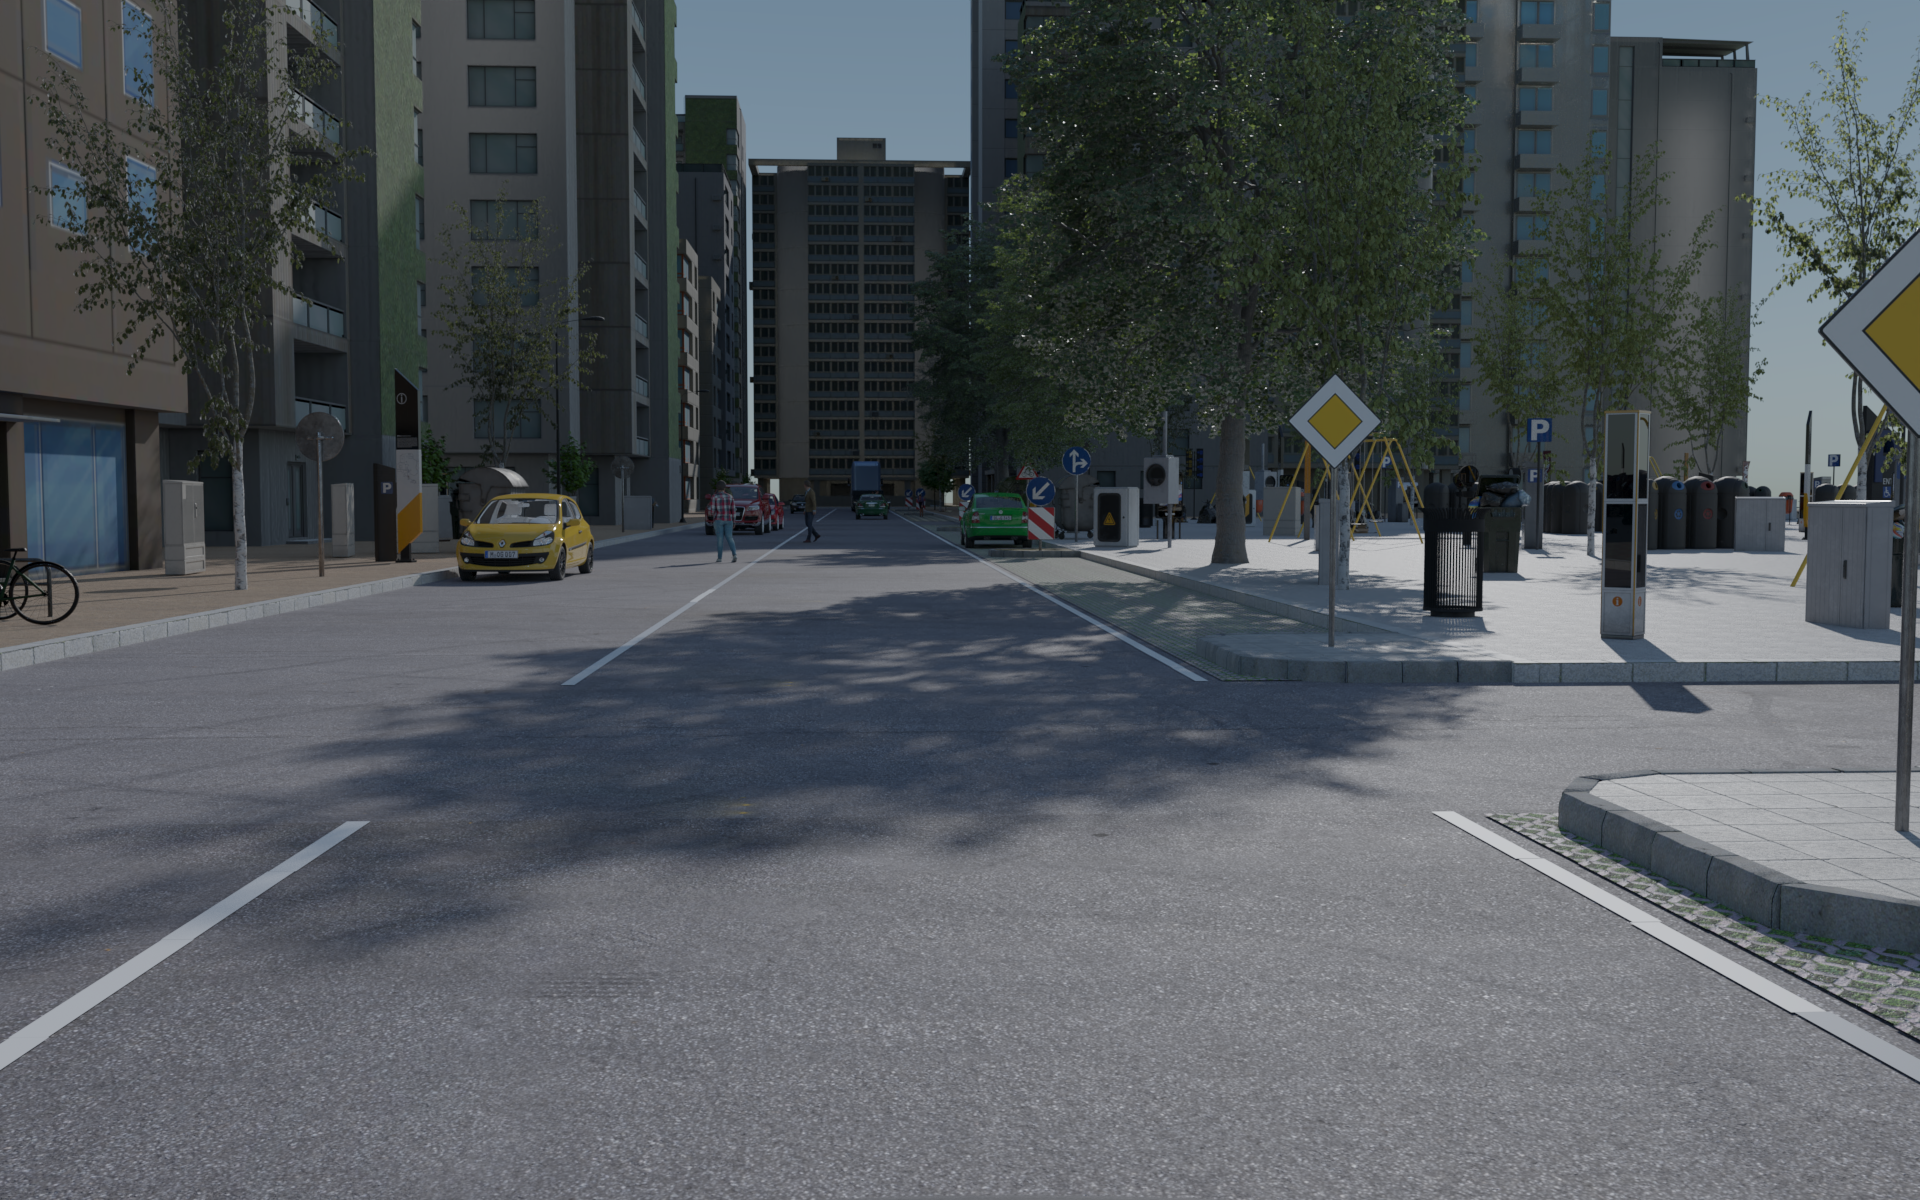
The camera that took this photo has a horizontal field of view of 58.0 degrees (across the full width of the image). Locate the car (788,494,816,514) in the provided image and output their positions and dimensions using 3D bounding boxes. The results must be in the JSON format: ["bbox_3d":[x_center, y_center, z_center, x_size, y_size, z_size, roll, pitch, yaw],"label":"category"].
[{"bbox_3d":[-11.551,-7.154,126.752,2.009,1.686,4.222,0,4,-5],"label":"car"}]

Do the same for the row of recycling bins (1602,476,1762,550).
[{"bbox_3d":[16.834,-2.035,40.384,3.534,1.692,1.069,-1,4,-21],"label":"row of recycling bins"}]

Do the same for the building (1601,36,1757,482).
[{"bbox_3d":[62.563,-29.084,159.116,14.086,41.232,14.154,0,4,-3],"label":"building"}]

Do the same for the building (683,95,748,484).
[{"bbox_3d":[-29.553,-30.419,180.947,14.086,41.232,14.154,0,4,-3],"label":"building"}]

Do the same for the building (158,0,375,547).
[{"bbox_3d":[-22.576,-22.029,43.770,14.154,41.232,14.086,0,4,-3],"label":"building"}]

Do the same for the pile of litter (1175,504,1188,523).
[{"bbox_3d":[9.763,-3.926,78.161,1.176,0.858,1.719,1,4,19],"label":"pile of litter"}]

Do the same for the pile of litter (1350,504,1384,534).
[{"bbox_3d":[12.850,-2.611,56.659,1.719,0.858,1.176,0,4,2],"label":"pile of litter"}]

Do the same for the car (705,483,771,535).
[{"bbox_3d":[-7.941,-3.277,62.257,2.281,1.827,5.304,0,4,-2],"label":"car"}]

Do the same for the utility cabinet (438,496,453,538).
[{"bbox_3d":[-15.069,-2.415,50.649,1.020,1.237,0.306,-1,4,-23],"label":"utility cabinet"}]

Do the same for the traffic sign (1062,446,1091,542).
[{"bbox_3d":[3.122,-2.834,46.442,0.768,2.556,0.104,0,4,5],"label":"traffic sign"}]

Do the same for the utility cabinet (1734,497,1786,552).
[{"bbox_3d":[17.946,-1.694,38.860,1.020,1.237,0.306,1,4,20],"label":"utility cabinet"}]

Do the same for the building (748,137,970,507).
[{"bbox_3d":[-10.900,-30.553,191.422,23.993,40.220,32.217,0,4,-3],"label":"building"}]

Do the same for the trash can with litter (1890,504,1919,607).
[{"bbox_3d":[10.455,-0.520,19.897,0.624,1.170,1.055,-2,4,-29],"label":"trash can with litter"}]

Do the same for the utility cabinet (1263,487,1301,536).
[{"bbox_3d":[9.881,-2.719,53.140,1.173,1.500,0.318,3,5,45],"label":"utility cabinet"}]

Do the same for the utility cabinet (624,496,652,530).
[{"bbox_3d":[-11.609,-3.126,62.274,1.020,1.237,0.306,0,4,-2],"label":"utility cabinet"}]

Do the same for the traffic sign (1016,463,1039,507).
[{"bbox_3d":[2.479,-3.876,63.384,0.884,2.594,0.081,0,4,2],"label":"traffic sign"}]

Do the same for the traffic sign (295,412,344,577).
[{"bbox_3d":[-9.919,-1.635,26.838,0.768,2.556,0.104,0,4,2],"label":"traffic sign"}]

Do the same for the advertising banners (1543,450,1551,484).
[{"bbox_3d":[23.811,-4.447,68.904,0.090,3.025,2.074,-1,4,-18],"label":"advertising banners"}]

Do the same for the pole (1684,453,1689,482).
[{"bbox_3d":[35.986,-5.629,85.883,0.158,3.312,0.155,0,3,0],"label":"pole"}]

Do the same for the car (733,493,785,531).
[{"bbox_3d":[-8.015,-3.659,68.861,2.155,1.783,4.494,0,4,-2],"label":"car"}]

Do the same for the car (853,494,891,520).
[{"bbox_3d":[-5.016,-5.313,98.658,2.131,1.459,4.920,0,4,-2],"label":"car"}]

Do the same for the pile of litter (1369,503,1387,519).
[{"bbox_3d":[21.023,-4.588,88.979,1.719,0.858,1.176,2,4,23],"label":"pile of litter"}]

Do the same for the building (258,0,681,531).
[{"bbox_3d":[-19.602,-23.780,72.396,14.154,41.232,14.086,0,4,-3],"label":"building"}]

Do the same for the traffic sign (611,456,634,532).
[{"bbox_3d":[-11.291,-3.540,57.977,0.768,2.556,0.104,0,4,0],"label":"traffic sign"}]

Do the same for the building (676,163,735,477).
[{"bbox_3d":[-27.239,-23.362,153.675,14.107,30.474,14.160,0,4,-3],"label":"building"}]

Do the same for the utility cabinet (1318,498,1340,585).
[{"bbox_3d":[5.311,-0.837,24.847,0.306,1.237,1.020,1,4,13],"label":"utility cabinet"}]

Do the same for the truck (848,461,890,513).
[{"bbox_3d":[-7.212,-9.004,136.967,2.967,4.110,18.799,0,4,-5],"label":"truck"}]

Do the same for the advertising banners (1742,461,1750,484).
[{"bbox_3d":[40.776,-5.810,91.189,2.074,3.025,0.090,-1,4,-20],"label":"advertising banners"}]

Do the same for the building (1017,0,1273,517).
[{"bbox_3d":[10.226,-20.305,103.685,14.160,30.474,14.107,0,4,-3],"label":"building"}]

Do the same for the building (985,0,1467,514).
[{"bbox_3d":[18.243,-26.377,123.142,32.217,40.220,23.993,0,4,-3],"label":"building"}]

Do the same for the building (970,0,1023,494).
[{"bbox_3d":[11.368,-37.082,148.281,21.231,58.520,28.212,0,4,-3],"label":"building"}]

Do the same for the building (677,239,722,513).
[{"bbox_3d":[-33.150,-17.497,131.116,27.650,21.520,28.899,0,4,-3],"label":"building"}]

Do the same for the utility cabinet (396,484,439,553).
[{"bbox_3d":[-11.842,-1.747,37.237,1.173,1.500,0.318,-2,4,-29],"label":"utility cabinet"}]

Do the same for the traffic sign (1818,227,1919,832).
[{"bbox_3d":[3.587,-0.177,6.538,0.795,2.450,0.064,0,4,-3],"label":"traffic sign"}]

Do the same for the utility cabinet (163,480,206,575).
[{"bbox_3d":[-12.382,-1.162,27.681,0.318,1.500,1.173,-1,4,-9],"label":"utility cabinet"}]

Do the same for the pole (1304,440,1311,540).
[{"bbox_3d":[9.710,-3.338,48.412,0.158,3.312,0.155,0,3,0],"label":"pole"}]

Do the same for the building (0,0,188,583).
[{"bbox_3d":[-20.002,-22.724,21.656,14.600,45.320,14.200,0,4,-3],"label":"building"}]

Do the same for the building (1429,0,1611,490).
[{"bbox_3d":[40.391,-32.618,152.916,30.456,49.044,23.786,0,4,-3],"label":"building"}]

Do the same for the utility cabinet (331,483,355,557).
[{"bbox_3d":[-12.577,-1.627,35.278,0.318,1.500,1.173,-1,4,-13],"label":"utility cabinet"}]

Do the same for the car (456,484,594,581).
[{"bbox_3d":[-7.463,-1.203,29.890,2.015,1.641,3.980,0,4,-2],"label":"car"}]

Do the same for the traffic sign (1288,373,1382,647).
[{"bbox_3d":[3.122,-0.665,14.510,0.795,2.450,0.064,0,4,-3],"label":"traffic sign"}]

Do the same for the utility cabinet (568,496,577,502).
[{"bbox_3d":[-10.915,-2.266,48.219,0.306,1.237,1.020,-1,4,-23],"label":"utility cabinet"}]

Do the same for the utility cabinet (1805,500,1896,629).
[{"bbox_3d":[8.669,-0.352,16.918,0.306,1.237,1.020,0,4,-3],"label":"utility cabinet"}]

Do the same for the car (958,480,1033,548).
[{"bbox_3d":[0.952,-2.335,46.975,1.959,1.807,4.718,0,4,-3],"label":"car"}]
